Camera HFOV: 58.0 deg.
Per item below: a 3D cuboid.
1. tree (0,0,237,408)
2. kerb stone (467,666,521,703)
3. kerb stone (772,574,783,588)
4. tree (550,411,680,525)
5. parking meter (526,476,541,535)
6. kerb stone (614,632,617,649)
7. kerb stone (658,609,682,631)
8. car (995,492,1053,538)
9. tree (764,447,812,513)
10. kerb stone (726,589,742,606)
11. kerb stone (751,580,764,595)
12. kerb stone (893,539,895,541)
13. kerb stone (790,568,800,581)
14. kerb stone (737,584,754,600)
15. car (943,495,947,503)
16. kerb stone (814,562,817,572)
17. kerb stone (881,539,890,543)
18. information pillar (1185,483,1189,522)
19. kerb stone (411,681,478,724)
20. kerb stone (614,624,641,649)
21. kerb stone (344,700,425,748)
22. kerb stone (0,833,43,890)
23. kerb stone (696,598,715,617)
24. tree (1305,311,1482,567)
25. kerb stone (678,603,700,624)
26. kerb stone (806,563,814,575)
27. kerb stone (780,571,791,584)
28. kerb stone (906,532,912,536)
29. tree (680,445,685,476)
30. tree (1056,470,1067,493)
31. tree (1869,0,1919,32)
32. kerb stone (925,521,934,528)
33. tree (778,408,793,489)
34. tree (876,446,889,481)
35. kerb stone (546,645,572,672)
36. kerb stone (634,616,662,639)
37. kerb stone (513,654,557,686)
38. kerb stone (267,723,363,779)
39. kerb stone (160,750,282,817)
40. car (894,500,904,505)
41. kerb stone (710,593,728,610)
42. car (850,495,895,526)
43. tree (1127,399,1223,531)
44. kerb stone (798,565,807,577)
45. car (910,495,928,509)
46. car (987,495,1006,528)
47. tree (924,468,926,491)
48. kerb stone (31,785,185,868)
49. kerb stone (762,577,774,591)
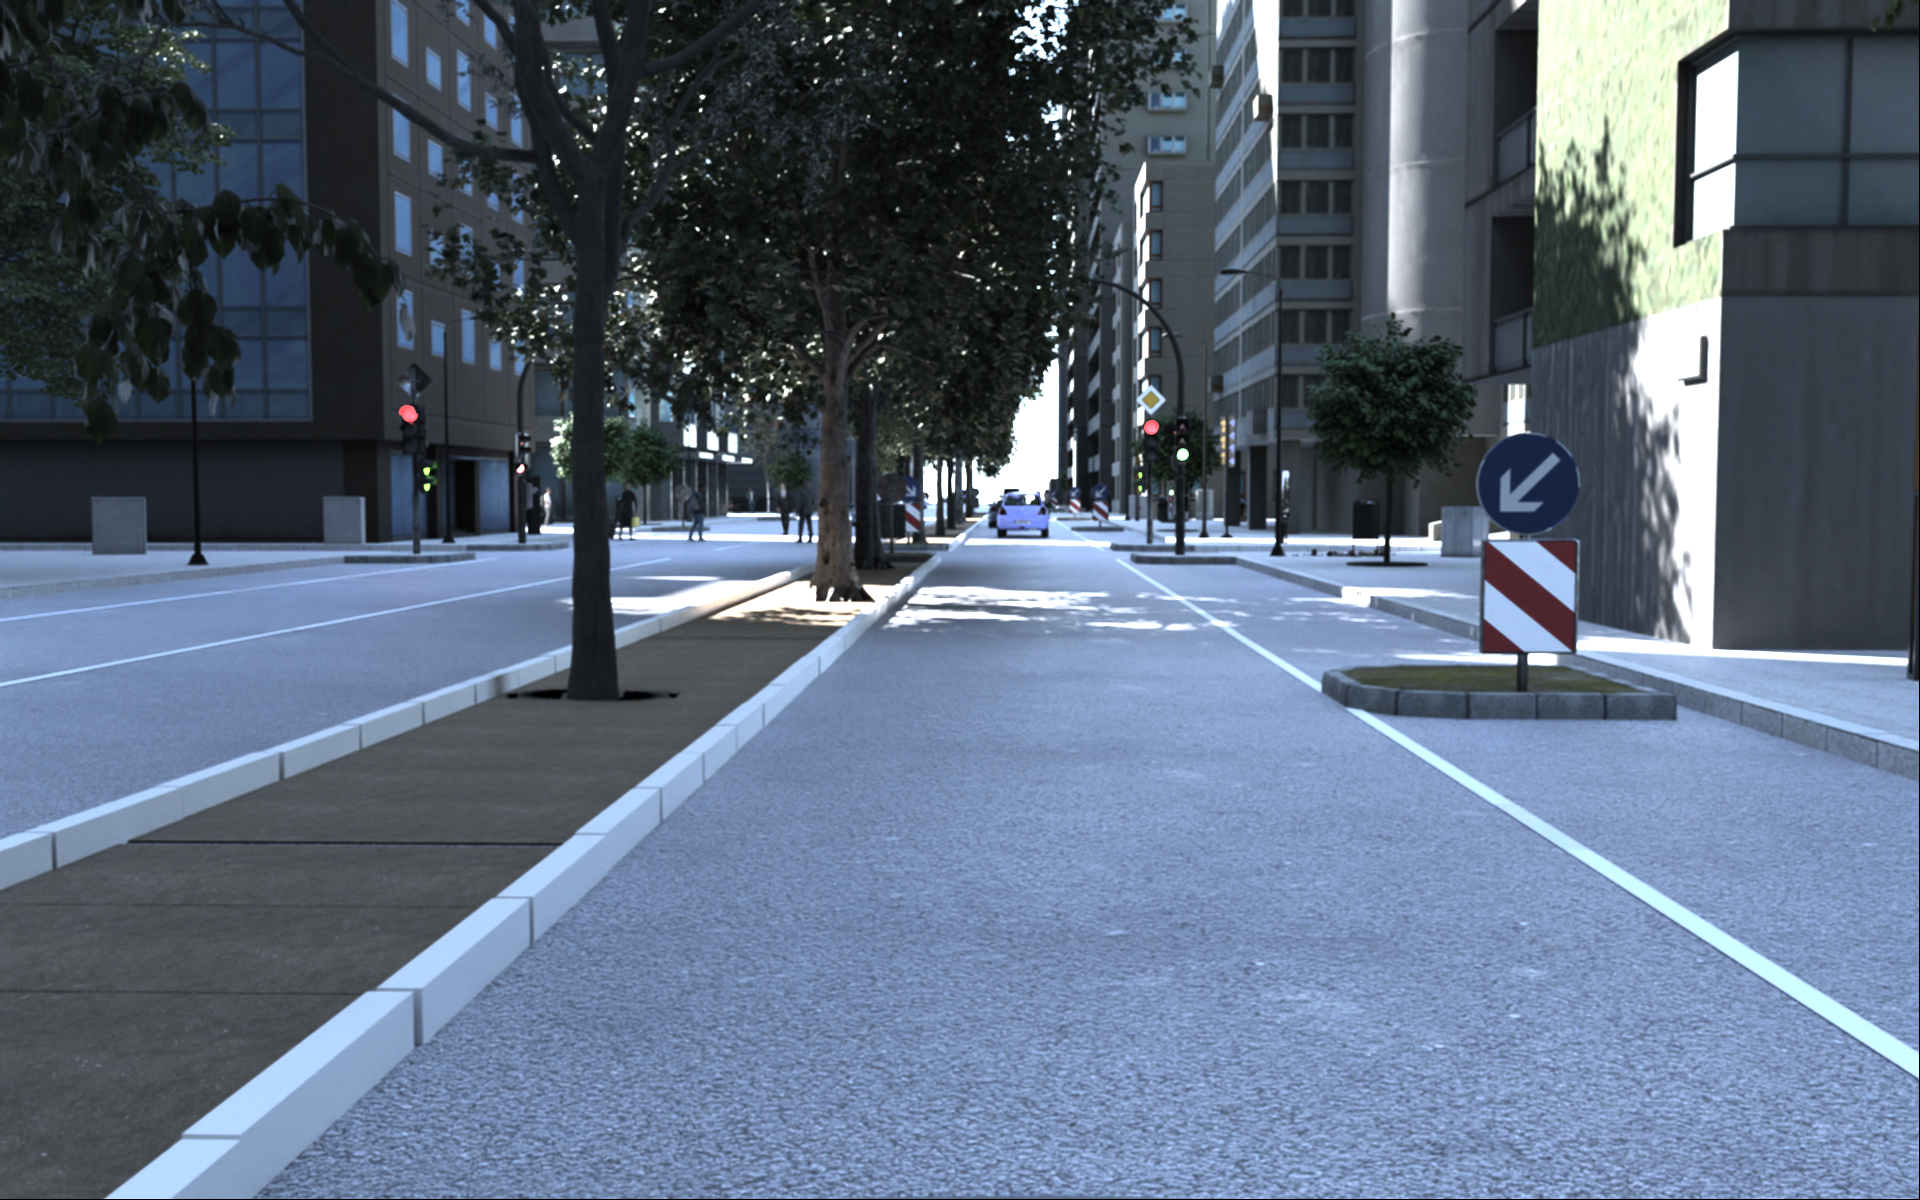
[{"bbox_3d":[-14.556,-6.555,25.306,7.486,12.596,7.792,0,3,0],"label":"tree"},{"bbox_3d":[-3.319,0.610,12.226,0.120,0.150,1.000,0,4,2],"label":"kerb stone"},{"bbox_3d":[-2.876,-0.267,26.576,0.120,0.150,1.000,0,4,2],"label":"kerb stone"},{"bbox_3d":[-13.086,-4.767,61.651,4.285,4.588,4.351,0,3,0],"label":"tree"},{"bbox_3d":[-13.530,-3.009,54.912,0.399,1.863,0.255,-3,5,-40],"label":"parking meter"},{"bbox_3d":[-3.228,0.421,15.308,0.120,0.150,1.000,0,4,2],"label":"kerb stone"},{"bbox_3d":[-3.129,0.234,18.373,0.120,0.150,1.000,0,4,2],"label":"kerb stone"},{"bbox_3d":[2.146,-2.982,58.341,1.945,1.707,3.694,0,4,3],"label":"car"},{"bbox_3d":[-11.545,-8.162,117.161,4.285,4.588,4.351,0,3,0],"label":"tree"},{"bbox_3d":[-3.003,-0.013,22.469,0.120,0.150,1.000,0,4,2],"label":"kerb stone"},{"bbox_3d":[-2.946,-0.142,24.518,0.120,0.150,1.000,0,4,2],"label":"kerb stone"},{"bbox_3d":[-2.100,-1.796,51.707,0.120,0.150,1.000,0,4,2],"label":"kerb stone"},{"bbox_3d":[-2.802,-0.393,28.620,0.120,0.150,1.000,0,4,2],"label":"kerb stone"},{"bbox_3d":[-2.970,-0.078,23.490,0.120,0.150,1.000,0,4,2],"label":"kerb stone"},{"bbox_3d":[-2.158,-14.054,242.355,1.945,1.354,3.894,0,4,3],"label":"car"},{"bbox_3d":[-2.718,-0.582,31.706,0.120,0.150,1.000,0,4,2],"label":"kerb stone"},{"bbox_3d":[-2.133,-1.742,50.685,0.120,0.150,1.000,0,4,2],"label":"kerb stone"},{"bbox_3d":[10.506,-4.656,80.624,0.304,2.012,0.304,0,4,3],"label":"information pillar"},{"bbox_3d":[-3.352,0.672,11.201,0.120,0.150,1.000,0,4,2],"label":"kerb stone"},{"bbox_3d":[-3.196,0.359,16.330,0.120,0.150,1.000,0,4,2],"label":"kerb stone"},{"bbox_3d":[-3.385,0.736,10.163,0.120,0.150,1.000,0,4,2],"label":"kerb stone"},{"bbox_3d":[-3.513,0.987,6.060,0.120,0.150,1.000,0,4,2],"label":"kerb stone"},{"bbox_3d":[-3.066,0.109,20.417,0.120,0.150,1.000,0,4,2],"label":"kerb stone"},{"bbox_3d":[7.689,-2.899,31.115,4.285,4.588,4.351,0,3,0],"label":"tree"},{"bbox_3d":[-3.096,0.171,19.395,0.120,0.150,1.000,0,4,2],"label":"kerb stone"},{"bbox_3d":[-2.752,-0.519,30.676,0.120,0.150,1.000,0,4,2],"label":"kerb stone"},{"bbox_3d":[-2.851,-0.330,27.598,0.120,0.150,1.000,0,4,2],"label":"kerb stone"},{"bbox_3d":[-1.780,-2.433,61.971,0.120,0.150,1.000,0,4,2],"label":"kerb stone"},{"bbox_3d":[-13.285,-5.425,72.413,4.285,4.588,4.351,0,3,0],"label":"tree"},{"bbox_3d":[13.049,-13.529,204.916,4.285,4.588,4.351,0,3,0],"label":"tree"},{"bbox_3d":[6.079,-3.505,7.672,4.737,8.622,4.395,0,3,0],"label":"tree"},{"bbox_3d":[-1.338,-3.310,76.316,0.120,0.150,1.000,0,4,2],"label":"kerb stone"},{"bbox_3d":[-12.208,-9.749,109.765,4.360,8.622,3.978,0,3,0],"label":"tree"},{"bbox_3d":[-9.523,-15.013,195.818,4.737,8.622,4.395,0,3,0],"label":"tree"},{"bbox_3d":[-3.261,0.484,14.281,0.120,0.150,1.000,0,4,2],"label":"kerb stone"},{"bbox_3d":[-3.168,0.296,17.352,0.120,0.150,1.000,0,4,2],"label":"kerb stone"},{"bbox_3d":[-3.292,0.553,13.249,0.120,0.150,1.000,0,4,2],"label":"kerb stone"},{"bbox_3d":[-3.416,0.802,9.142,0.120,0.150,1.000,0,4,2],"label":"kerb stone"},{"bbox_3d":[-3.457,0.862,8.104,0.120,0.150,1.000,0,4,2],"label":"kerb stone"},{"bbox_3d":[-5.431,-7.662,137.847,1.945,1.354,3.894,0,4,0],"label":"car"},{"bbox_3d":[-3.044,0.046,21.443,0.120,0.150,1.000,0,4,2],"label":"kerb stone"},{"bbox_3d":[-3.933,-4.054,78.289,2.014,1.417,4.499,0,4,0],"label":"car"},{"bbox_3d":[7.500,-4.667,60.018,4.285,4.588,4.351,0,3,0],"label":"tree"},{"bbox_3d":[-2.781,-0.456,29.653,0.120,0.150,1.000,0,4,2],"label":"kerb stone"},{"bbox_3d":[-4.127,-9.814,170.057,1.945,1.707,3.694,0,4,2],"label":"car"},{"bbox_3d":[2.167,-3.860,75.110,2.014,1.417,4.499,0,4,4],"label":"car"},{"bbox_3d":[-7.207,-20.152,279.852,4.360,8.622,3.978,0,3,0],"label":"tree"},{"bbox_3d":[-3.478,0.924,7.082,0.120,0.150,1.000,0,4,2],"label":"kerb stone"},{"bbox_3d":[-2.912,-0.203,25.545,0.120,0.150,1.000,0,4,2],"label":"kerb stone"}]
